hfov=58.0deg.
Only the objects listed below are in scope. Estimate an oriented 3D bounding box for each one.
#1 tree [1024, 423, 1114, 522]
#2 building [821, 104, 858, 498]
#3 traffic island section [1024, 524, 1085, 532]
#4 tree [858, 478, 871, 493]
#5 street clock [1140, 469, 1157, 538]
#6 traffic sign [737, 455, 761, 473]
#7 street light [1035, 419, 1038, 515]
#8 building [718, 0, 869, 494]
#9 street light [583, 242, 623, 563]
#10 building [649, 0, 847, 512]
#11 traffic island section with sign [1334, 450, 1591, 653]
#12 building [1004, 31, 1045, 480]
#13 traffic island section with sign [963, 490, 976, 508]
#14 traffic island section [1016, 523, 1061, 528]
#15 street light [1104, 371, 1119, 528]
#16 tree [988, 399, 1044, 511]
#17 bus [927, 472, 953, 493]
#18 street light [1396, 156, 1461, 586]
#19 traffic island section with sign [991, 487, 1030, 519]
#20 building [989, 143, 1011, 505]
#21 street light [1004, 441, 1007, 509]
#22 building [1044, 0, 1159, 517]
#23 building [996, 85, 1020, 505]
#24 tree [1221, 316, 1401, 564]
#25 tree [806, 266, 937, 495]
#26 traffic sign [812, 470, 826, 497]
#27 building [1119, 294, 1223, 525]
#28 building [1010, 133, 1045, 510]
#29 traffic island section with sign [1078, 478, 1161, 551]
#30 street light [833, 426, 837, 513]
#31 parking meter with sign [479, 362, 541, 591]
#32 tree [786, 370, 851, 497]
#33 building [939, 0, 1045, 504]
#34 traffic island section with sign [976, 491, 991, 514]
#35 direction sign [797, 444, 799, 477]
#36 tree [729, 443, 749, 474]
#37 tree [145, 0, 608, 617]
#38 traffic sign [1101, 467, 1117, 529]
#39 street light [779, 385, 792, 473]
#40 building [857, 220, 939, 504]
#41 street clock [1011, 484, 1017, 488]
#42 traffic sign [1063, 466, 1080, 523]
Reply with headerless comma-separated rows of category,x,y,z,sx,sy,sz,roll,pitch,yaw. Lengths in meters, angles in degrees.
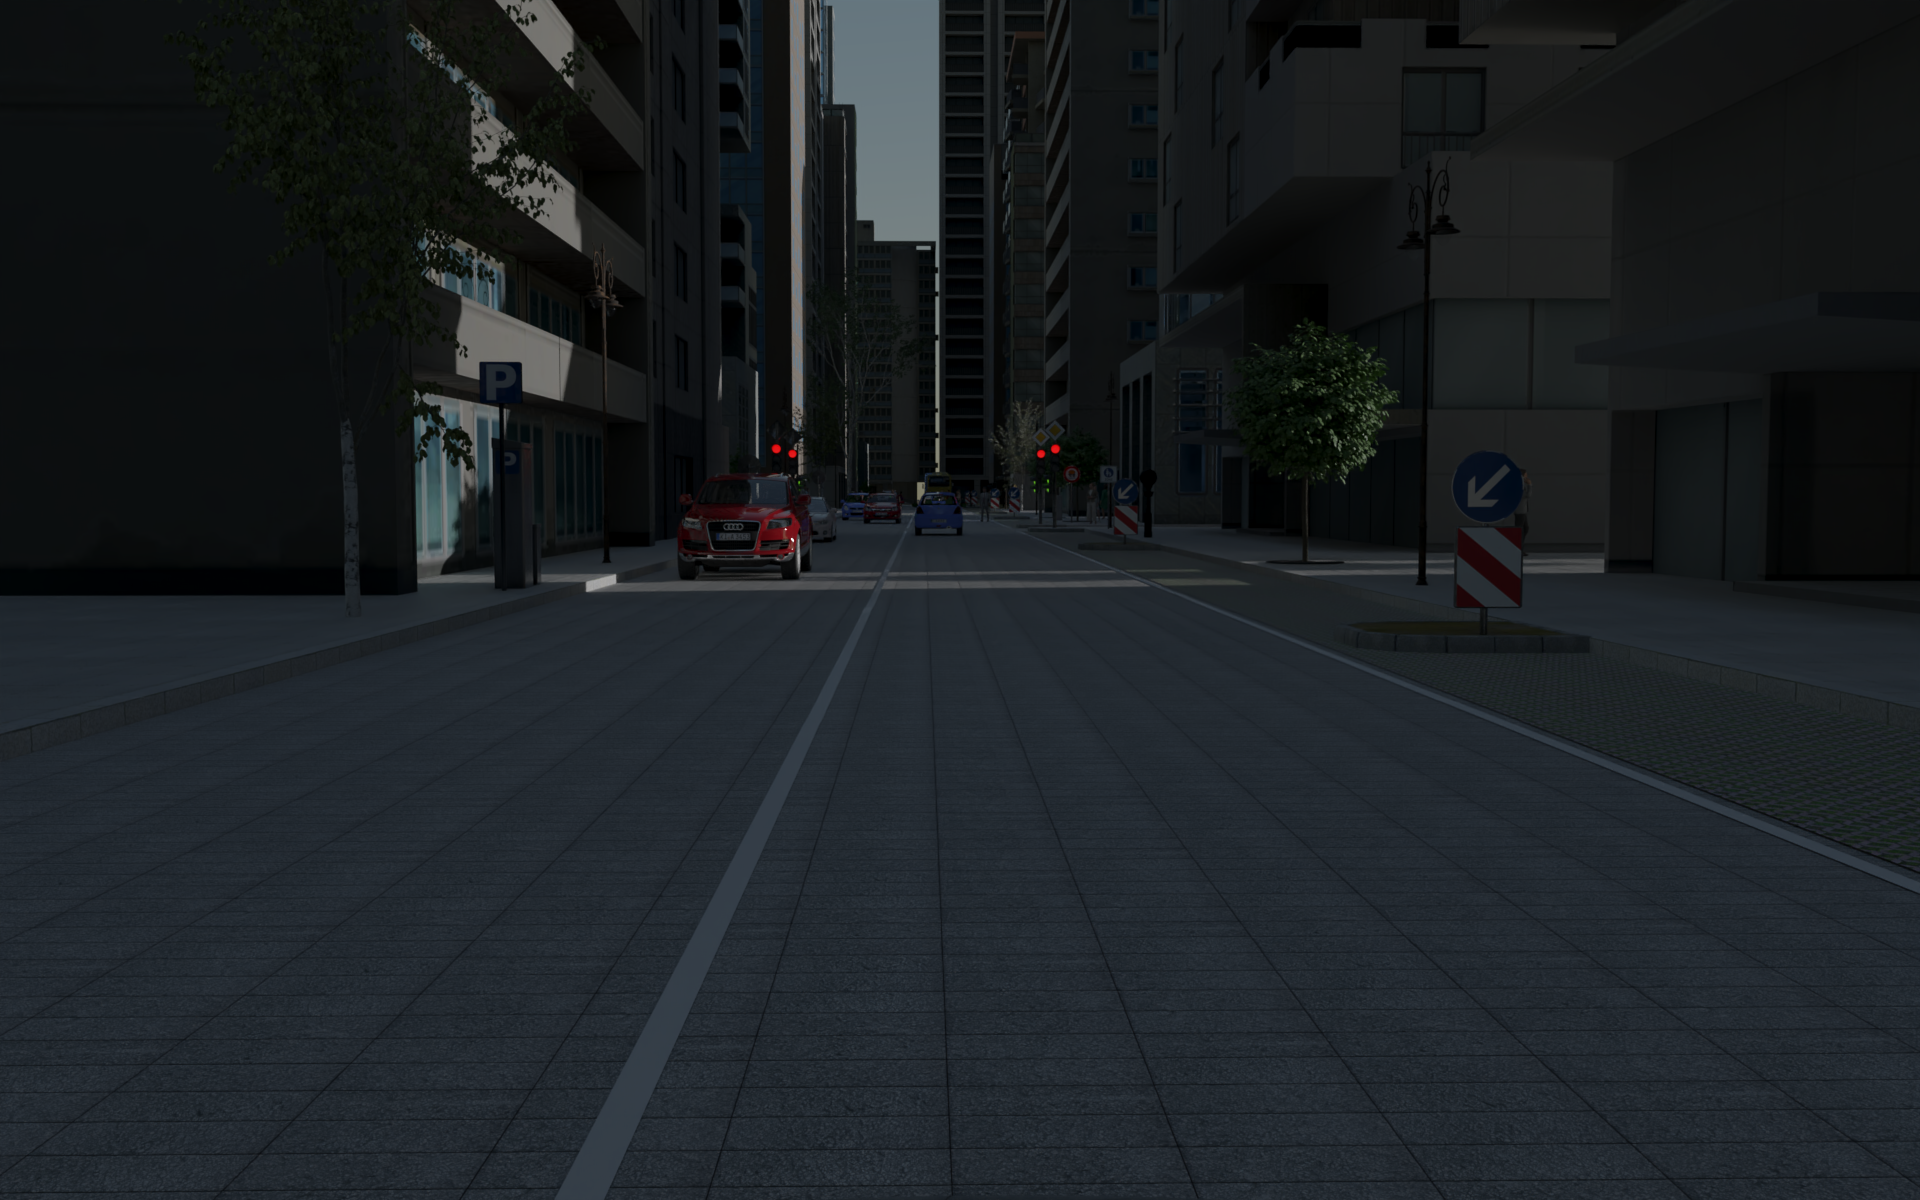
tree,5.443,-5.919,80.486,4.285,4.588,4.351,0,3,0
building,-17.742,-30.139,176.359,14.154,41.232,14.086,0,4,-1
traffic island section,3.614,-2.659,65.757,2.009,0.180,2.903,0,4,-1
tree,-10.899,-12.621,200.955,1.663,3.219,1.824,0,3,0
street clock,5.543,-2.840,51.000,0.471,2.002,0.358,-2,4,-24
traffic sign,-6.795,-3.409,55.837,0.768,2.556,0.104,0,4,3
street light,4.733,-8.203,106.902,0.468,5.910,1.993,0,4,-1
building,-27.118,-54.905,210.370,31.000,86.520,22.319,0,4,-1
street light,-6.575,-3.625,32.058,0.468,5.910,1.993,0,4,-1
building,-20.948,-44.012,157.844,20.563,71.187,20.611,0,4,-1
traffic island section with sign,4.647,-0.477,16.430,1.989,1.847,2.006,0,4,-1
building,15.591,-31.180,164.413,22.147,44.769,28.867,0,4,-1
traffic island section with sign,1.328,-10.229,175.871,1.989,1.847,2.006,0,4,-1
traffic island section,3.448,-3.147,73.740,2.009,0.180,2.903,0,4,-1
street light,5.686,-5.656,65.262,0.468,5.910,1.993,0,4,-1
tree,4.518,-11.103,131.893,4.360,8.622,3.978,0,3,0
bus,-2.207,-12.235,191.584,2.896,3.916,12.252,0,4,0
street light,6.498,-3.144,24.184,0.468,5.910,1.993,0,4,-1
traffic island section with sign,2.941,-5.487,98.334,1.989,1.847,2.006,0,4,-1
building,10.830,-34.638,216.445,14.600,45.320,14.200,0,4,-1
street light,3.928,-10.732,148.250,0.468,5.910,1.993,0,4,-1
building,16.652,-29.615,107.906,21.300,48.544,21.600,0,4,-1
building,16.264,-35.125,193.909,23.786,49.044,30.456,0,4,-1
tree,6.506,-2.962,32.148,4.285,4.588,4.351,0,3,0
tree,-8.085,-17.503,142.065,12.611,20.169,13.585,0,3,0
traffic sign,-7.561,-5.660,92.654,0.768,2.556,0.104,1,4,8
building,23.441,-47.040,81.780,31.000,86.520,22.319,0,4,-1
building,11.058,-22.636,141.798,14.160,30.474,14.107,0,4,-1
traffic island section with sign,4.066,-2.199,44.587,1.989,1.847,2.006,0,4,-1
street light,-8.289,-8.714,115.262,0.468,5.910,1.993,0,4,-1
parking meter with sign,-6.099,-1.678,23.703,0.543,3.016,1.738,0,4,-4
tree,-8.285,-9.333,102.955,4.737,8.622,4.395,0,3,0
building,7.339,-49.207,242.791,20.611,71.187,20.563,0,4,-1
traffic island section with sign,2.381,-7.144,125.426,1.989,1.847,2.006,0,4,-1
direction sign,-7.355,-5.293,78.533,0.379,3.537,0.876,0,4,-2
tree,-8.410,-4.297,64.850,1.663,3.219,1.824,0,3,0
tree,-6.117,-4.124,17.798,4.737,8.622,4.395,0,3,0
traffic sign,5.399,-3.722,62.977,0.606,2.300,0.079,0,4,2
street light,-7.430,-6.168,73.629,0.468,5.910,1.993,0,4,-1
building,-15.064,-34.038,248.396,23.993,40.220,32.217,0,4,-1
street clock,3.957,-7.465,126.620,0.358,2.002,0.471,3,4,37
traffic sign,5.038,-4.768,78.070,0.768,2.556,0.104,0,4,4
